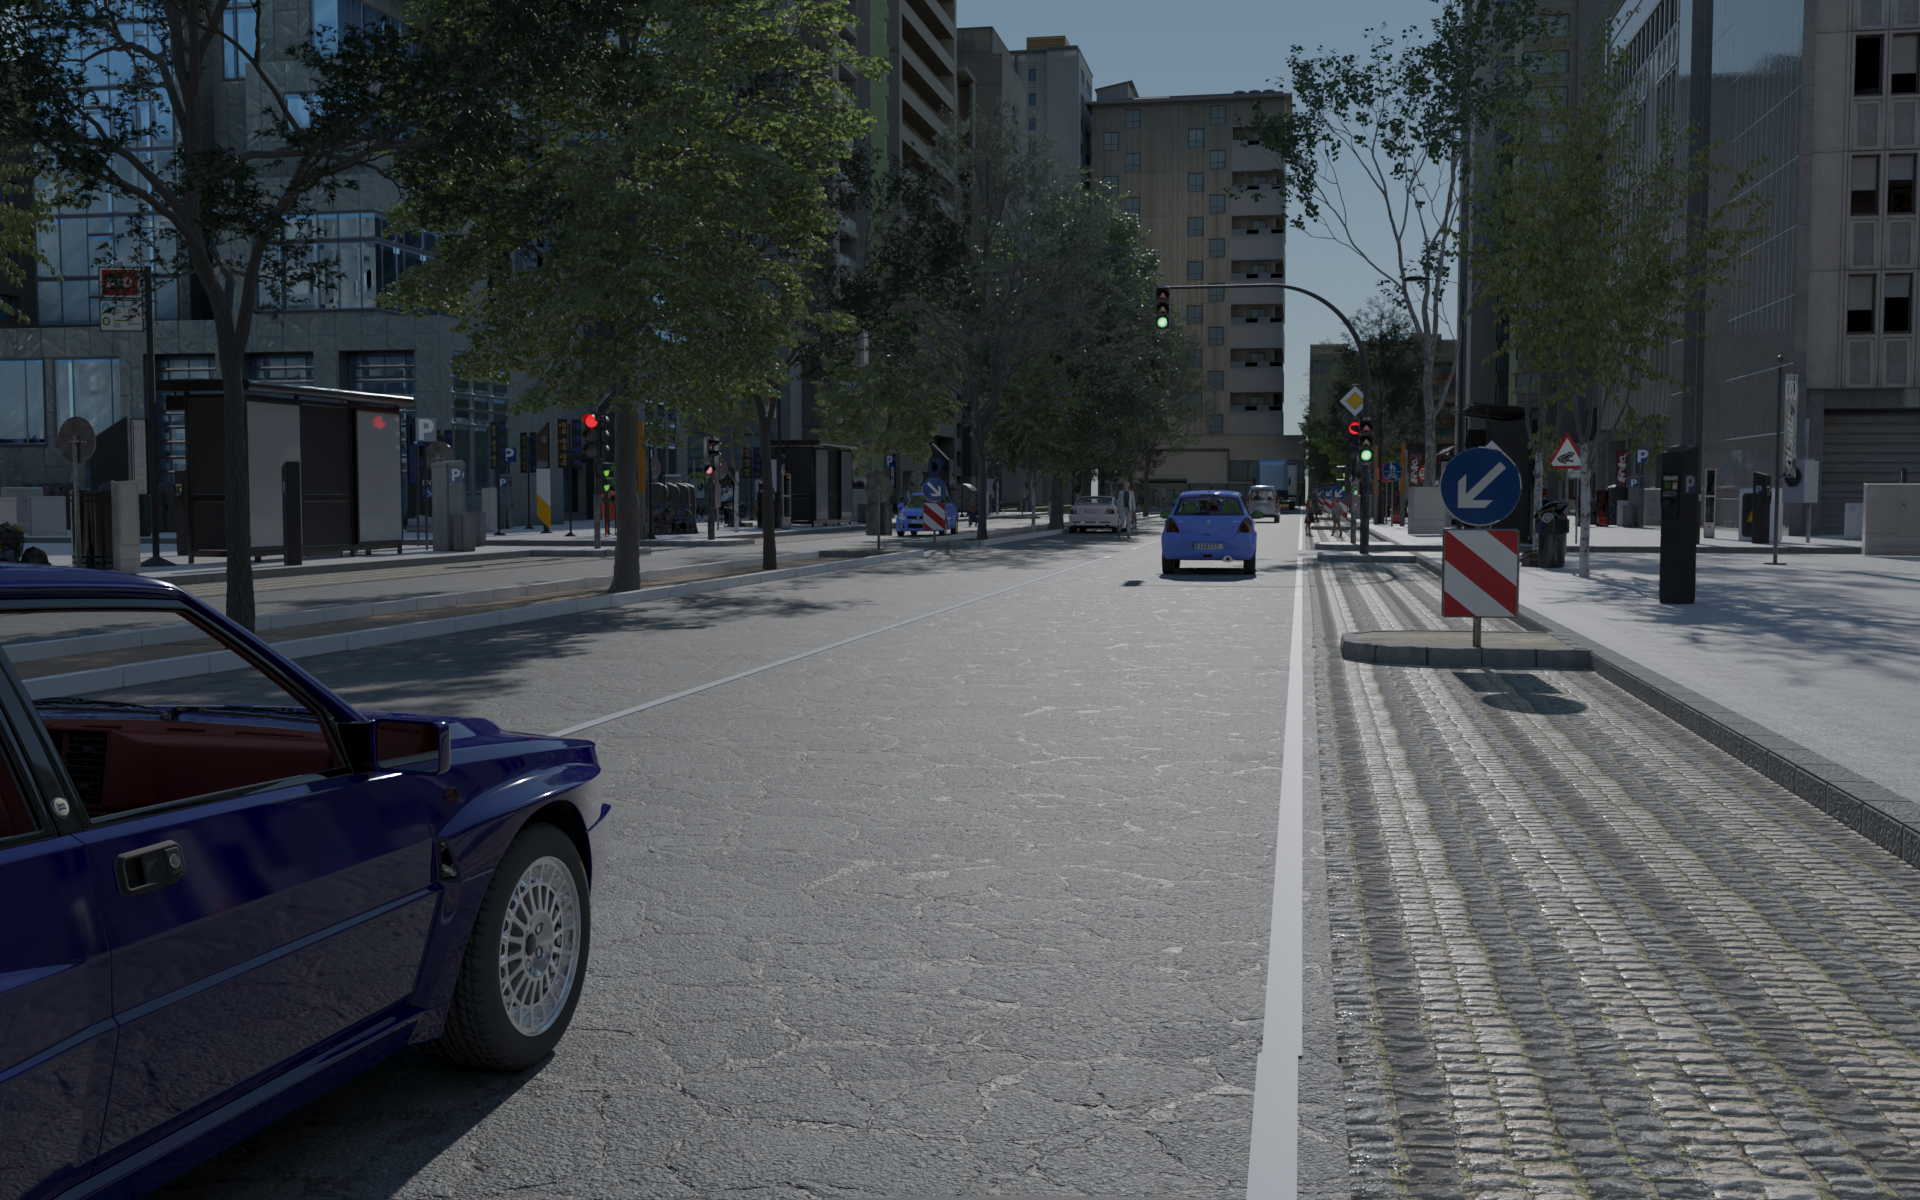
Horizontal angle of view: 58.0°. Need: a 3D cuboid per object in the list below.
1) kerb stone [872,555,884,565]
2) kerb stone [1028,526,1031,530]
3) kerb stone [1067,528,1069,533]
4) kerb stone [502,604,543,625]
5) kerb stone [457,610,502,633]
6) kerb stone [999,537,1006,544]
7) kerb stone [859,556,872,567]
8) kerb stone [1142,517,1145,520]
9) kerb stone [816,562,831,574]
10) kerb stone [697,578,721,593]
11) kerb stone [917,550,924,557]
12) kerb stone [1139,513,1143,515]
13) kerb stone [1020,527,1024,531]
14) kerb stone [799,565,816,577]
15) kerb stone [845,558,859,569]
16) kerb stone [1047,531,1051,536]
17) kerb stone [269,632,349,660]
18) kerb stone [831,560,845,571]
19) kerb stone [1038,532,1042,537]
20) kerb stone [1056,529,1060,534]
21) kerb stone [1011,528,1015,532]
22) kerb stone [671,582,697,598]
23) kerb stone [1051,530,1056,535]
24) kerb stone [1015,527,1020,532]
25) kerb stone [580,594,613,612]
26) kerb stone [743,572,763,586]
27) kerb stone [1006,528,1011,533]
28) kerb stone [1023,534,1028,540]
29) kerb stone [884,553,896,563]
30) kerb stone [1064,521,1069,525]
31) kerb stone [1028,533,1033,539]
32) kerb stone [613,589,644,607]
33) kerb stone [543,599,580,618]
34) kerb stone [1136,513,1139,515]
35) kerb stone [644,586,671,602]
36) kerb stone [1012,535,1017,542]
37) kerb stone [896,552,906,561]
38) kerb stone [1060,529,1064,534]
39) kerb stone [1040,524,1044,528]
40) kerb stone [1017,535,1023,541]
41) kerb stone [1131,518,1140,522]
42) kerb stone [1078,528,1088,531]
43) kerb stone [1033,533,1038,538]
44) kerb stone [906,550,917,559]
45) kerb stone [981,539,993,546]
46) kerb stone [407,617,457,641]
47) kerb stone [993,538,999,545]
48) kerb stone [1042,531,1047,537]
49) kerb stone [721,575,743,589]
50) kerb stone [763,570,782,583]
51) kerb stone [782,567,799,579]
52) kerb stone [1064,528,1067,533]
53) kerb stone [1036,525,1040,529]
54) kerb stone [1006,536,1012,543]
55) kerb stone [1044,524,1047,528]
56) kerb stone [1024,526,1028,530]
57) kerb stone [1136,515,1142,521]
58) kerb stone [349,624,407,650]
[{"bbox_3d":[-1.794,-0.811,35.463,0.120,0.150,1.000,1,4,11],"label":"kerb stone"},{"bbox_3d":[2.627,-2.839,68.615,0.120,0.150,1.000,1,4,11],"label":"kerb stone"},{"bbox_3d":[3.907,-2.570,64.211,0.120,0.150,1.000,1,4,11],"label":"kerb stone"},{"bbox_3d":[-4.963,0.173,19.369,0.120,0.150,1.000,1,4,11],"label":"kerb stone"},{"bbox_3d":[-5.165,0.238,18.367,0.120,0.150,1.000,1,4,11],"label":"kerb stone"},{"bbox_3d":[1.104,-1.707,50.097,0.120,0.150,1.000,1,4,11],"label":"kerb stone"},{"bbox_3d":[-1.988,-0.749,34.452,0.120,0.150,1.000,1,4,11],"label":"kerb stone"},{"bbox_3d":[9.864,-4.416,94.395,0.120,0.150,1.000,1,4,11],"label":"kerb stone"},{"bbox_3d":[-2.582,-0.559,31.434,0.120,0.150,1.000,1,4,11],"label":"kerb stone"},{"bbox_3d":[-3.771,-0.196,25.411,0.120,0.150,1.000,1,4,11],"label":"kerb stone"},{"bbox_3d":[-0.981,-1.057,39.476,0.120,0.150,1.000,1,4,11],"label":"kerb stone"},{"bbox_3d":[12.175,-5.788,116.880,0.120,0.150,1.000,1,4,11],"label":"kerb stone"},{"bbox_3d":[2.230,-2.713,66.608,0.120,0.150,1.000,1,4,11],"label":"kerb stone"},{"bbox_3d":[-2.779,-0.496,30.429,0.120,0.150,1.000,1,4,11],"label":"kerb stone"},{"bbox_3d":[-2.179,-0.688,33.448,0.120,0.150,1.000,1,4,11],"label":"kerb stone"},{"bbox_3d":[2.902,-2.262,59.184,0.120,0.150,1.000,1,4,11],"label":"kerb stone"},{"bbox_3d":[-5.769,0.418,15.357,0.120,0.150,1.000,1,4,11],"label":"kerb stone"},{"bbox_3d":[-2.382,-0.626,32.436,0.120,0.150,1.000,1,4,11],"label":"kerb stone"},{"bbox_3d":[2.500,-2.139,57.162,0.120,0.150,1.000,1,4,11],"label":"kerb stone"},{"bbox_3d":[3.300,-2.383,61.190,0.120,0.150,1.000,1,4,11],"label":"kerb stone"},{"bbox_3d":[1.832,-2.587,64.596,0.120,0.150,1.000,1,4,11],"label":"kerb stone"},{"bbox_3d":[-3.967,-0.135,24.404,0.120,0.150,1.000,1,4,11],"label":"kerb stone"},{"bbox_3d":[3.111,-2.321,60.185,0.120,0.150,1.000,1,4,11],"label":"kerb stone"},{"bbox_3d":[2.027,-2.655,65.599,0.120,0.150,1.000,1,4,11],"label":"kerb stone"},{"bbox_3d":[-4.569,0.051,21.392,0.120,0.150,1.000,1,4,11],"label":"kerb stone"},{"bbox_3d":[-3.373,-0.320,27.420,0.120,0.150,1.000,1,4,11],"label":"kerb stone"},{"bbox_3d":[1.641,-2.532,63.591,0.120,0.150,1.000,1,4,11],"label":"kerb stone"},{"bbox_3d":[1.902,-1.953,54.128,0.120,0.150,1.000,1,4,11],"label":"kerb stone"},{"bbox_3d":[-1.585,-0.873,36.463,0.120,0.150,1.000,1,4,11],"label":"kerb stone"},{"bbox_3d":[5.010,-3.578,80.688,0.120,0.150,1.000,1,4,11],"label":"kerb stone"},{"bbox_3d":[2.107,-2.015,55.139,0.120,0.150,1.000,1,4,11],"label":"kerb stone"},{"bbox_3d":[-4.366,-0.012,22.394,0.120,0.150,1.000,1,4,11],"label":"kerb stone"},{"bbox_3d":[-4.769,0.111,20.381,0.120,0.150,1.000,1,4,11],"label":"kerb stone"},{"bbox_3d":[11.371,-5.542,112.855,0.120,0.150,1.000,1,4,11],"label":"kerb stone"},{"bbox_3d":[-4.171,-0.074,23.403,0.120,0.150,1.000,1,4,11],"label":"kerb stone"},{"bbox_3d":[1.504,-1.829,52.118,0.120,0.150,1.000,1,4,11],"label":"kerb stone"},{"bbox_3d":[-1.386,-0.933,37.466,0.120,0.150,1.000,1,4,11],"label":"kerb stone"},{"bbox_3d":[3.500,-2.445,62.192,0.120,0.150,1.000,1,4,11],"label":"kerb stone"},{"bbox_3d":[3.223,-3.017,71.624,0.120,0.150,1.000,1,4,11],"label":"kerb stone"},{"bbox_3d":[1.707,-1.892,53.124,0.120,0.150,1.000,1,4,11],"label":"kerb stone"},{"bbox_3d":[9.263,-4.231,91.379,0.120,0.150,1.000,1,4,11],"label":"kerb stone"},{"bbox_3d":[4.883,-2.875,69.241,0.120,0.150,1.000,1,4,11],"label":"kerb stone"},{"bbox_3d":[2.305,-2.074,56.142,0.120,0.150,1.000,1,4,11],"label":"kerb stone"},{"bbox_3d":[-1.186,-0.992,38.470,0.120,0.150,1.000,1,4,11],"label":"kerb stone"},{"bbox_3d":[0.709,-1.583,48.089,0.120,0.150,1.000,1,4,11],"label":"kerb stone"},{"bbox_3d":[-5.361,0.295,17.364,0.120,0.150,1.000,1,4,11],"label":"kerb stone"},{"bbox_3d":[0.903,-1.645,49.094,0.120,0.150,1.000,1,4,11],"label":"kerb stone"},{"bbox_3d":[2.706,-2.198,58.164,0.120,0.150,1.000,1,4,11],"label":"kerb stone"},{"bbox_3d":[-3.572,-0.258,26.417,0.120,0.150,1.000,1,4,11],"label":"kerb stone"},{"bbox_3d":[-3.169,-0.381,28.421,0.120,0.150,1.000,1,4,11],"label":"kerb stone"},{"bbox_3d":[-2.984,-0.441,29.428,0.120,0.150,1.000,1,4,11],"label":"kerb stone"},{"bbox_3d":[3.703,-2.508,63.209,0.120,0.150,1.000,1,4,11],"label":"kerb stone"},{"bbox_3d":[3.023,-2.962,70.621,0.120,0.150,1.000,1,4,11],"label":"kerb stone"},{"bbox_3d":[1.308,-1.764,51.115,0.120,0.150,1.000,1,4,11],"label":"kerb stone"},{"bbox_3d":[3.428,-3.084,72.630,0.120,0.150,1.000,1,4,11],"label":"kerb stone"},{"bbox_3d":[2.433,-2.778,67.611,0.120,0.150,1.000,1,4,11],"label":"kerb stone"},{"bbox_3d":[9.476,-4.293,92.379,0.120,0.150,1.000,1,4,11],"label":"kerb stone"},{"bbox_3d":[-5.555,0.357,16.357,0.120,0.150,1.000,1,4,11],"label":"kerb stone"}]
